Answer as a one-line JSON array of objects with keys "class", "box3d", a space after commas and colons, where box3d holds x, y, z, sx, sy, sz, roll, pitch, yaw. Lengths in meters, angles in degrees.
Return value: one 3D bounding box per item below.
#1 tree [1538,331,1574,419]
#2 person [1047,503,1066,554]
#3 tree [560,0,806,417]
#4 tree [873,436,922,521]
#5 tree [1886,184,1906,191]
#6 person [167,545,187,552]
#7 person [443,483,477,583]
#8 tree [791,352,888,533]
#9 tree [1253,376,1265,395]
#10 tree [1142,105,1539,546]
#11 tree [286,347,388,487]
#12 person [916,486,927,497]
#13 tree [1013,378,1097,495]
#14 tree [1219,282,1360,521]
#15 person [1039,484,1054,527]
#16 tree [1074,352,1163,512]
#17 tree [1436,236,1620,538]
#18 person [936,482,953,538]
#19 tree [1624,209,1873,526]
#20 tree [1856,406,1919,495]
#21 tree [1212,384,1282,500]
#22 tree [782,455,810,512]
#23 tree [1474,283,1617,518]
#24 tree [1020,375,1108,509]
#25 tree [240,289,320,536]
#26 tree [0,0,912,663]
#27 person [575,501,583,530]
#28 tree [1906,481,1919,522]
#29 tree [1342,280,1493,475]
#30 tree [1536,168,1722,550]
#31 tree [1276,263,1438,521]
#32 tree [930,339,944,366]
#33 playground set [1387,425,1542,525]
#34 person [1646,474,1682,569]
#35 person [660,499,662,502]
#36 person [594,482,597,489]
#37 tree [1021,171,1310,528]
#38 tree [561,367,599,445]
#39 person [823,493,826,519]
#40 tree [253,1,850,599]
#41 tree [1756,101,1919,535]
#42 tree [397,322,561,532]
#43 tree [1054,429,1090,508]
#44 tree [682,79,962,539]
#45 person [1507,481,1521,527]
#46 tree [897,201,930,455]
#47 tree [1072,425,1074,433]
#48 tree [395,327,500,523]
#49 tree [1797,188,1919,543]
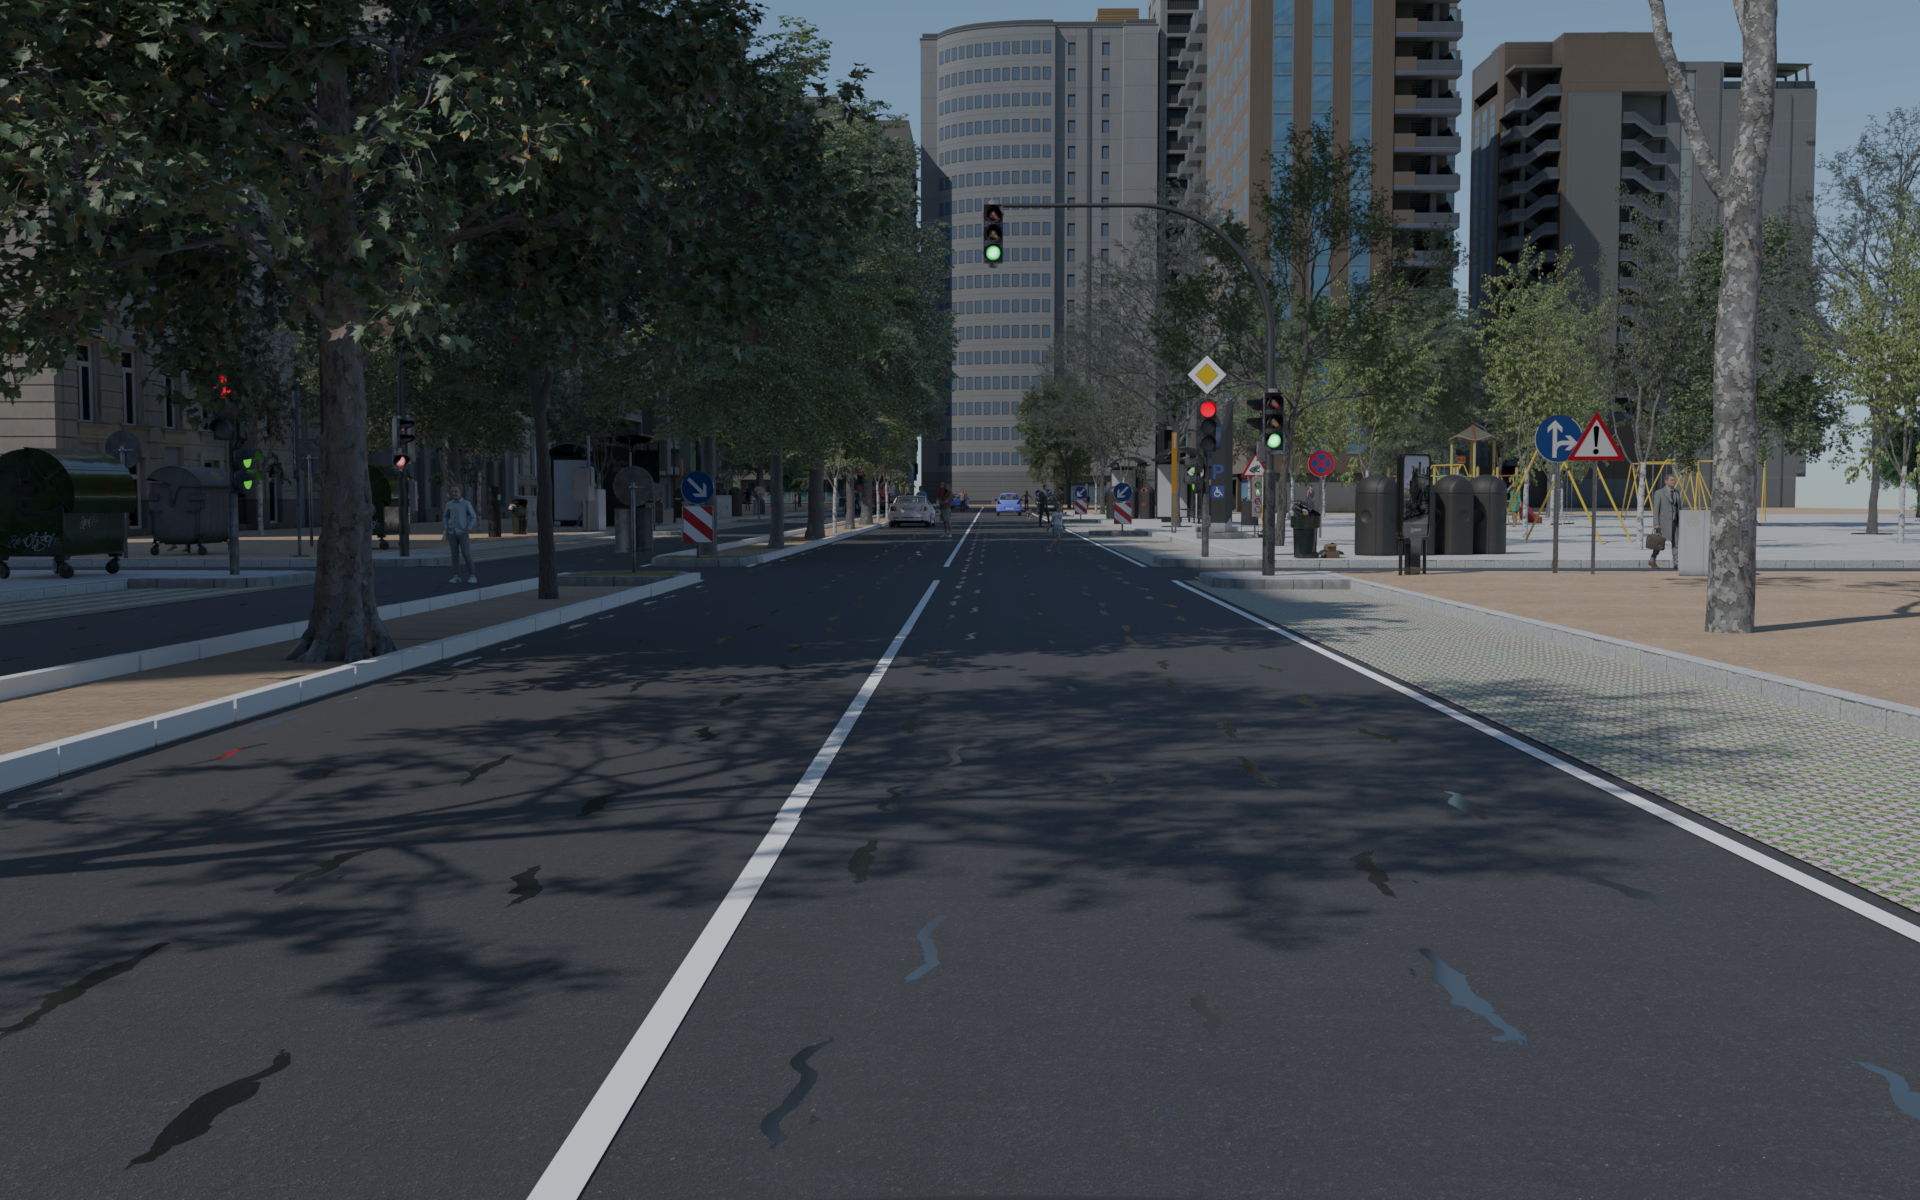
[{"class": "tree", "box3d": [26.178, -9.182, 84.536, 8.767, 10.594, 7.601, 3, 5, 42]}, {"class": "person", "box3d": [2.313, -1.703, 41.355, 0.382, 1.210, 0.505, 3, 4, 36]}, {"class": "tree", "box3d": [-5.538, -7.152, 37.521, 7.486, 12.596, 7.792, 0, 3, 0]}, {"class": "tree", "box3d": [-4.032, -8.763, 96.089, 4.737, 8.622, 4.395, 0, 3, 0]}, {"class": "tree", "box3d": [22.187, -5.456, 39.574, 4.737, 8.622, 4.395, 0, 3, 0]}, {"class": "person", "box3d": [-17.421, -1.974, 38.558, 0.529, 1.795, 0.600, 0, 4, 7]}, {"class": "person", "box3d": [-8.090, -1.078, 27.941, 0.589, 1.601, 0.330, 1, 4, 17]}, {"class": "tree", "box3d": [-4.558, -6.734, 62.928, 4.360, 8.622, 3.978, 0, 3, 0]}, {"class": "tree", "box3d": [14.650, -7.617, 74.906, 4.737, 8.622, 4.395, 0, 3, 0]}, {"class": "tree", "box3d": [8.053, -6.592, 42.188, 8.767, 10.594, 7.601, -2, 4, -35]}, {"class": "tree", "box3d": [-21.020, -6.656, 59.180, 4.737, 8.622, 4.395, 0, 3, 0]}, {"class": "person", "box3d": [-1.949, -4.698, 85.183, 0.638, 1.841, 0.748, 2, 4, 28]}, {"class": "tree", "box3d": [10.348, -16.977, 184.232, 9.857, 13.997, 8.962, 0, 3, 0]}, {"class": "tree", "box3d": [16.043, -9.683, 84.077, 9.928, 11.665, 9.643, 0, 3, 0]}, {"class": "person", "box3d": [3.751, -4.129, 75.791, 0.659, 1.850, 0.755, -3, 5, -44]}, {"class": "tree", "box3d": [7.917, -8.130, 83.281, 4.360, 8.622, 3.978, 0, 3, 0]}, {"class": "tree", "box3d": [16.787, -6.123, 50.479, 4.737, 8.622, 4.395, 0, 3, 0]}, {"class": "person", "box3d": [-0.489, -2.988, 57.329, 0.580, 1.828, 0.573, 1, 4, 10]}, {"class": "tree", "box3d": [31.688, -9.324, 69.456, 9.611, 12.733, 9.660, 0, 3, 0]}, {"class": "tree", "box3d": [57.112, -8.335, 99.187, 11.467, 7.101, 20.602, 1, 4, 19]}, {"class": "tree", "box3d": [17.484, -9.337, 103.019, 4.360, 8.622, 3.978, 0, 3, 0]}, {"class": "tree", "box3d": [-12.212, -8.818, 127.895, 4.285, 4.588, 4.351, 0, 3, 0]}, {"class": "tree", "box3d": [31.940, -10.766, 94.155, 7.486, 12.596, 7.792, 0, 3, 0]}, {"class": "tree", "box3d": [9.329, -13.687, 149.531, 9.928, 11.665, 9.643, 0, 3, 0]}, {"class": "tree", "box3d": [-21.323, -6.290, 53.208, 4.360, 8.622, 3.978, 0, 3, 0]}, {"class": "tree", "box3d": [-5.334, -5.832, 14.817, 9.611, 12.733, 9.660, 0, 3, 0]}, {"class": "person", "box3d": [-13.567, -3.421, 62.564, 0.643, 1.750, 0.593, 1, 4, 11]}, {"class": "tree", "box3d": [47.535, -10.366, 71.312, 13.155, 14.587, 18.604, -3, 4, -37]}, {"class": "tree", "box3d": [27.184, -12.056, 103.773, 9.857, 13.997, 8.962, 0, 3, 0]}, {"class": "tree", "box3d": [15.641, -5.473, 39.849, 4.360, 8.622, 3.978, 0, 3, 0]}, {"class": "tree", "box3d": [13.418, -6.477, 56.264, 4.737, 8.622, 4.395, 0, 3, 0]}, {"class": "tree", "box3d": [-4.551, -9.152, 70.220, 7.486, 12.596, 7.792, 0, 3, 0]}, {"class": "playground set", "box3d": [21.449, -5.250, 72.617, 5.637, 4.214, 5.302, -2, 4, -33]}, {"class": "person", "box3d": [13.513, -1.495, 33.041, 0.694, 1.812, 0.767, -1, 4, -18]}, {"class": "person", "box3d": [-15.916, -5.202, 91.066, 0.573, 1.828, 0.580, -1, 4, -19]}, {"class": "person", "box3d": [-14.195, -3.649, 66.375, 0.598, 1.740, 0.731, 1, 4, 22]}, {"class": "tree", "box3d": [8.415, -9.548, 66.481, 12.009, 13.543, 11.850, 0, 3, 0]}, {"class": "tree", "box3d": [-19.677, -8.387, 87.496, 4.737, 8.622, 4.395, 0, 3, 0]}, {"class": "person", "box3d": [-7.929, -5.479, 98.048, 0.622, 1.834, 0.822, -1, 4, -19]}, {"class": "tree", "box3d": [-5.565, -5.303, 23.577, 8.767, 10.594, 7.601, 0, 4, 1]}, {"class": "tree", "box3d": [29.016, -8.809, 54.405, 12.009, 13.543, 11.850, 0, 3, 0]}, {"class": "tree", "box3d": [-16.195, -6.593, 58.151, 4.737, 8.622, 4.395, 0, 3, 0]}, {"class": "tree", "box3d": [10.371, -12.673, 157.563, 4.737, 8.622, 4.395, 0, 3, 0]}, {"class": "tree", "box3d": [-4.585, -8.882, 54.328, 9.857, 13.997, 8.962, 0, 3, 0]}, {"class": "person", "box3d": [21.668, -3.754, 67.676, 0.600, 1.795, 0.529, 2, 4, 35]}, {"class": "tree", "box3d": [-4.885, -7.627, 45.284, 7.486, 12.596, 7.792, 0, 3, 0]}, {"class": "tree", "box3d": [9.748, -10.431, 120.911, 4.360, 8.622, 3.978, 0, 3, 0]}, {"class": "tree", "box3d": [-19.192, -6.957, 64.113, 4.360, 8.622, 3.978, 0, 3, 0]}, {"class": "tree", "box3d": [24.432, -5.795, 45.114, 4.737, 8.622, 4.395, 0, 3, 0]}]
